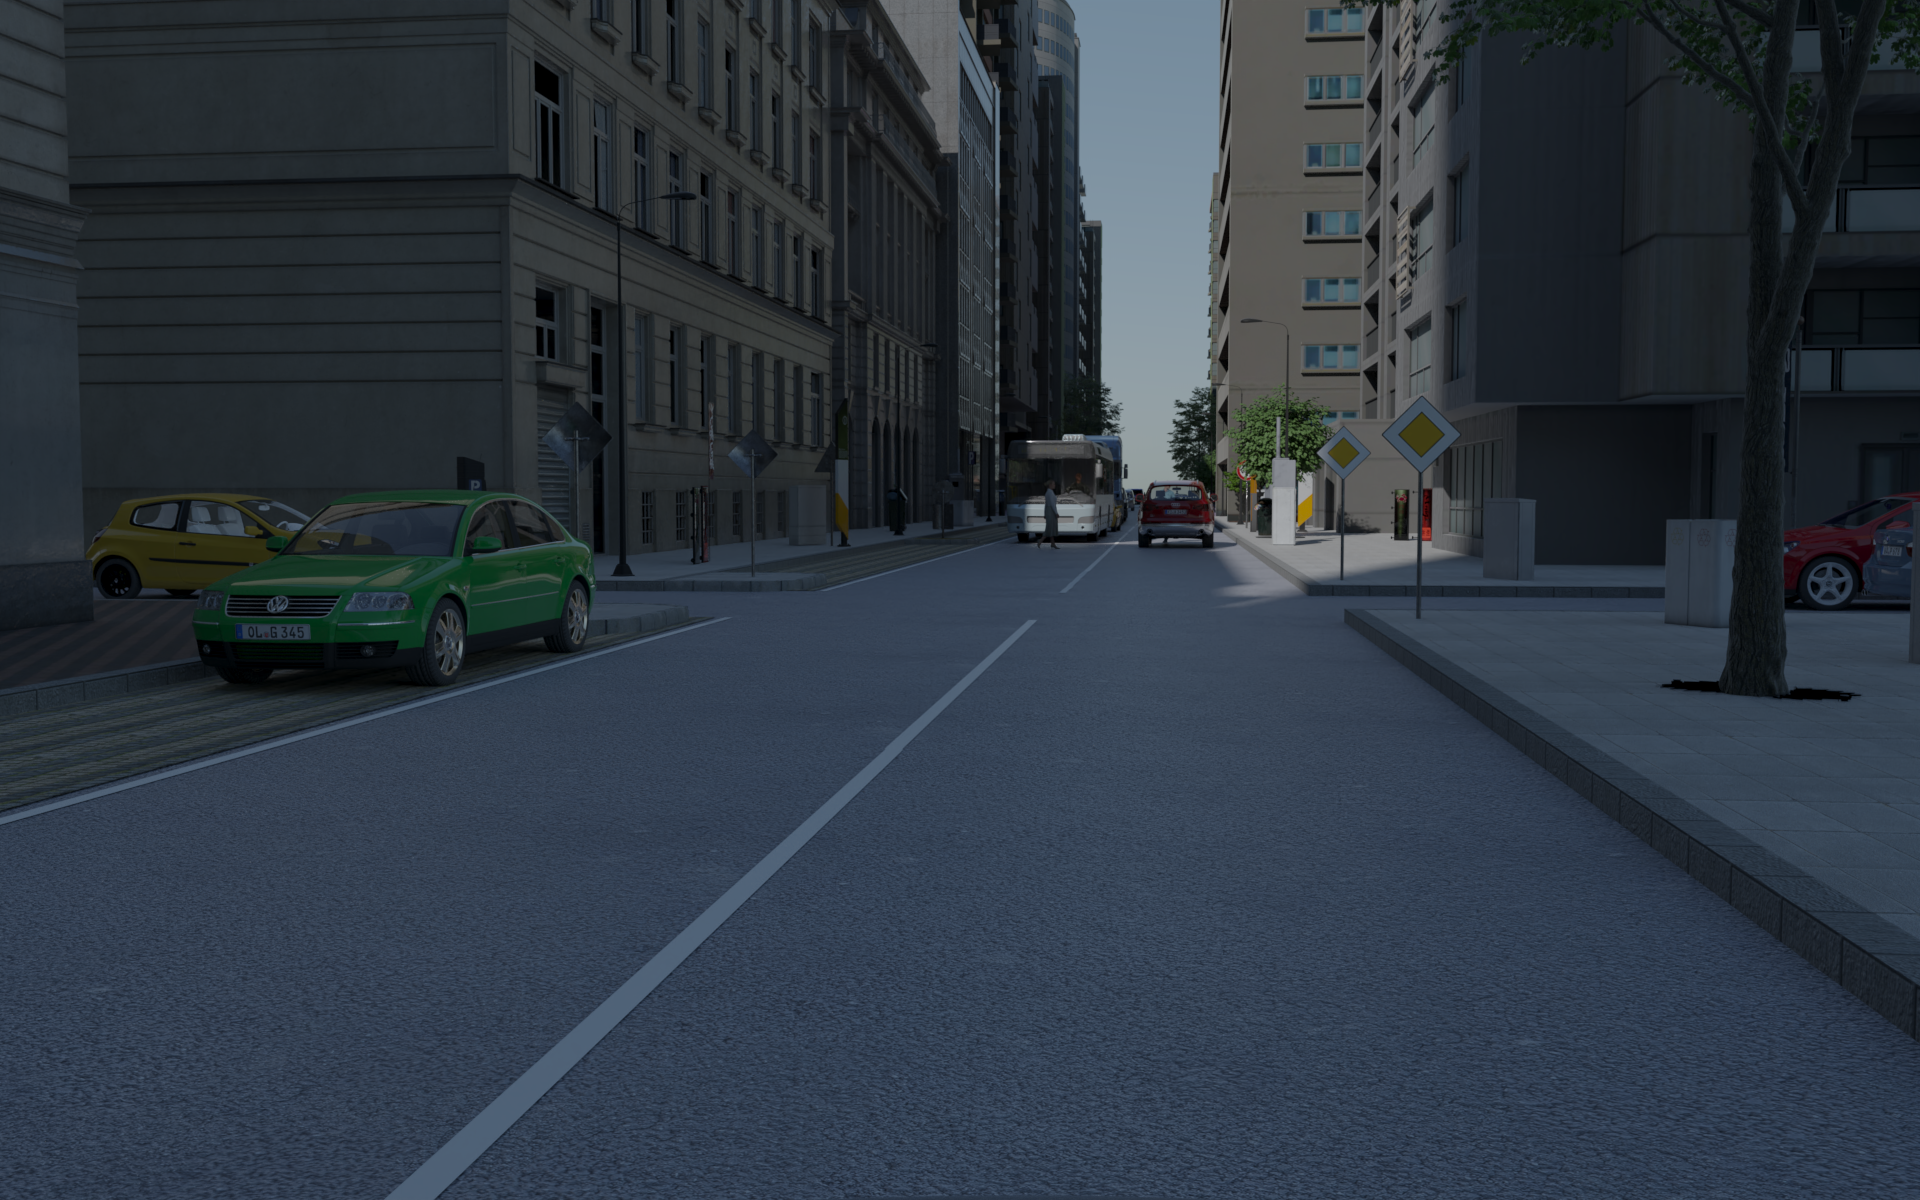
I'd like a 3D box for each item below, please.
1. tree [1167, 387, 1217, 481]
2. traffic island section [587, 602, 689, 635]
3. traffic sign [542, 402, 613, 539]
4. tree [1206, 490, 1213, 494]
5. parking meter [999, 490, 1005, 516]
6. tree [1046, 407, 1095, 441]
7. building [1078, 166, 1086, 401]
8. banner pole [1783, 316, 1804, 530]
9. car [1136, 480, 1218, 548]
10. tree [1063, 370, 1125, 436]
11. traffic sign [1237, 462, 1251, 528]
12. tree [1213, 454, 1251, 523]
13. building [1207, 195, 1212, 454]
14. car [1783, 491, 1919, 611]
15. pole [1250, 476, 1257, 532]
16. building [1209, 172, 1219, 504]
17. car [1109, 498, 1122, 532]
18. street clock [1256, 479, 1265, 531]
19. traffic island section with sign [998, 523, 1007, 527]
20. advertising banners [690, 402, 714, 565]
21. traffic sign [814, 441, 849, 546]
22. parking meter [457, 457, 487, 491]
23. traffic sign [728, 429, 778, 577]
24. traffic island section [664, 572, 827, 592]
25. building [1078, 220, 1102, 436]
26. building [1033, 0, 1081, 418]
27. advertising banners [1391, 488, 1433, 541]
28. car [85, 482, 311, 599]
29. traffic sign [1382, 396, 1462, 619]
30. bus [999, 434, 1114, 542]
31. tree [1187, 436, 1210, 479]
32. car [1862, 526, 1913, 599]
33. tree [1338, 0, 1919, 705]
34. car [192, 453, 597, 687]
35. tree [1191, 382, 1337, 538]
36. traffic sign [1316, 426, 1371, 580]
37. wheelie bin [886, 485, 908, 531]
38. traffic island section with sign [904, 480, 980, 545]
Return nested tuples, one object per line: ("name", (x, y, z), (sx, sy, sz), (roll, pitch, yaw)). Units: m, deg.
("tree", (25.359, -16.170, 182.509), (7.486, 12.596, 7.792), (0, 3, 0))
("traffic island section", (-4.187, 0.206, 18.916), (2.009, 0.180, 2.903), (0, 4, 7))
("traffic sign", (-4.162, -0.930, 18.851), (0.795, 2.450, 0.064), (0, 4, 7))
("tree", (20.504, -8.739, 137.483), (1.663, 3.219, 1.824), (0, 3, 0))
("parking meter", (2.453, -5.682, 101.308), (0.372, 1.533, 0.369), (0, 3, 0))
("tree", (9.406, -11.981, 146.243), (4.737, 8.622, 4.395), (0, 3, 0))
("building", (5.261, -37.379, 230.748), (23.786, 49.044, 30.456), (0, 4, 7))
("banner pole", (11.774, -2.120, 24.681), (0.401, 3.779, 0.863), (0, 4, -5))
("car", (5.976, -2.393, 47.797), (2.281, 1.827, 5.304), (0, 4, 8))
("tree", (12.108, -16.603, 178.111), (9.857, 13.997, 8.962), (0, 3, 0))
("traffic sign", (10.721, -3.951, 64.700), (0.768, 2.556, 0.104), (1, 4, 11))
("tree", (12.628, -5.130, 78.471), (1.663, 3.219, 1.824), (0, 3, 0))
("building", (45.882, -35.944, 242.310), (22.147, 44.769, 28.867), (0, 4, 7))
("car", (12.036, -0.784, 21.862), (4.494, 1.783, 2.155), (0, 4, 7))
("pole", (9.867, -3.935, 58.175), (0.158, 3.312, 0.155), (0, 3, 0))
("building", (39.150, -32.908, 221.638), (14.154, 41.232, 14.086), (0, 4, 7))
("car", (5.278, -3.460, 66.795), (2.015, 1.641, 3.980), (1, 4, 9))
("street clock", (10.449, -3.414, 60.390), (0.471, 2.002, 0.358), (-3, 5, -45))
("traffic island section with sign", (2.764, -4.141, 76.335), (1.989, 1.847, 2.006), (0, 4, 7))
("advertising banners", (-4.787, -2.212, 32.360), (0.090, 3.025, 2.074), (0, 4, 3))
("traffic sign", (-3.159, -2.608, 42.640), (0.884, 2.594, 0.081), (1, 4, 10))
("parking meter", (-7.680, -1.318, 27.268), (0.255, 1.863, 0.399), (3, 5, 43))
("traffic sign", (-3.203, -1.415, 26.779), (0.795, 2.450, 0.064), (0, 4, 7))
("traffic island section", (-3.227, -0.279, 26.843), (2.009, 0.180, 2.903), (0, 4, 7))
("building", (13.354, -34.789, 252.402), (14.154, 41.232, 14.086), (0, 4, 7))
("building", (2.599, -40.324, 201.288), (21.231, 58.520, 28.212), (0, 4, 7))
("advertising banners", (12.626, -3.106, 46.977), (0.090, 3.025, 2.074), (-3, 5, -43))
("car", (-9.798, -0.827, 23.747), (3.980, 1.641, 2.015), (0, 4, 6))
("traffic sign", (4.715, -0.863, 17.760), (0.795, 2.450, 0.064), (0, 4, 7))
("bus", (3.334, -3.689, 55.180), (2.948, 3.499, 13.247), (0, 4, 7))
("tree", (29.133, -15.898, 210.286), (4.737, 8.622, 4.395), (0, 3, 0))
("car", (12.689, -0.457, 19.468), (4.499, 1.417, 2.014), (0, 4, 6))
("tree", (5.282, -5.198, 10.750), (9.928, 11.665, 9.643), (0, 3, 0))
("car", (-4.480, -0.338, 14.327), (1.959, 1.807, 4.718), (0, 4, 7))
("tree", (9.324, -4.095, 50.670), (4.285, 4.588, 4.351), (0, 3, 0))
("traffic sign", (5.674, -1.348, 25.688), (0.795, 2.450, 0.064), (0, 4, 7))
("wheelie bin", (-2.168, -3.167, 59.691), (0.693, 1.594, 0.980), (0, 4, 4))
("traffic island section with sign", (-0.476, -2.504, 49.574), (1.989, 1.847, 2.006), (0, 4, 7))
